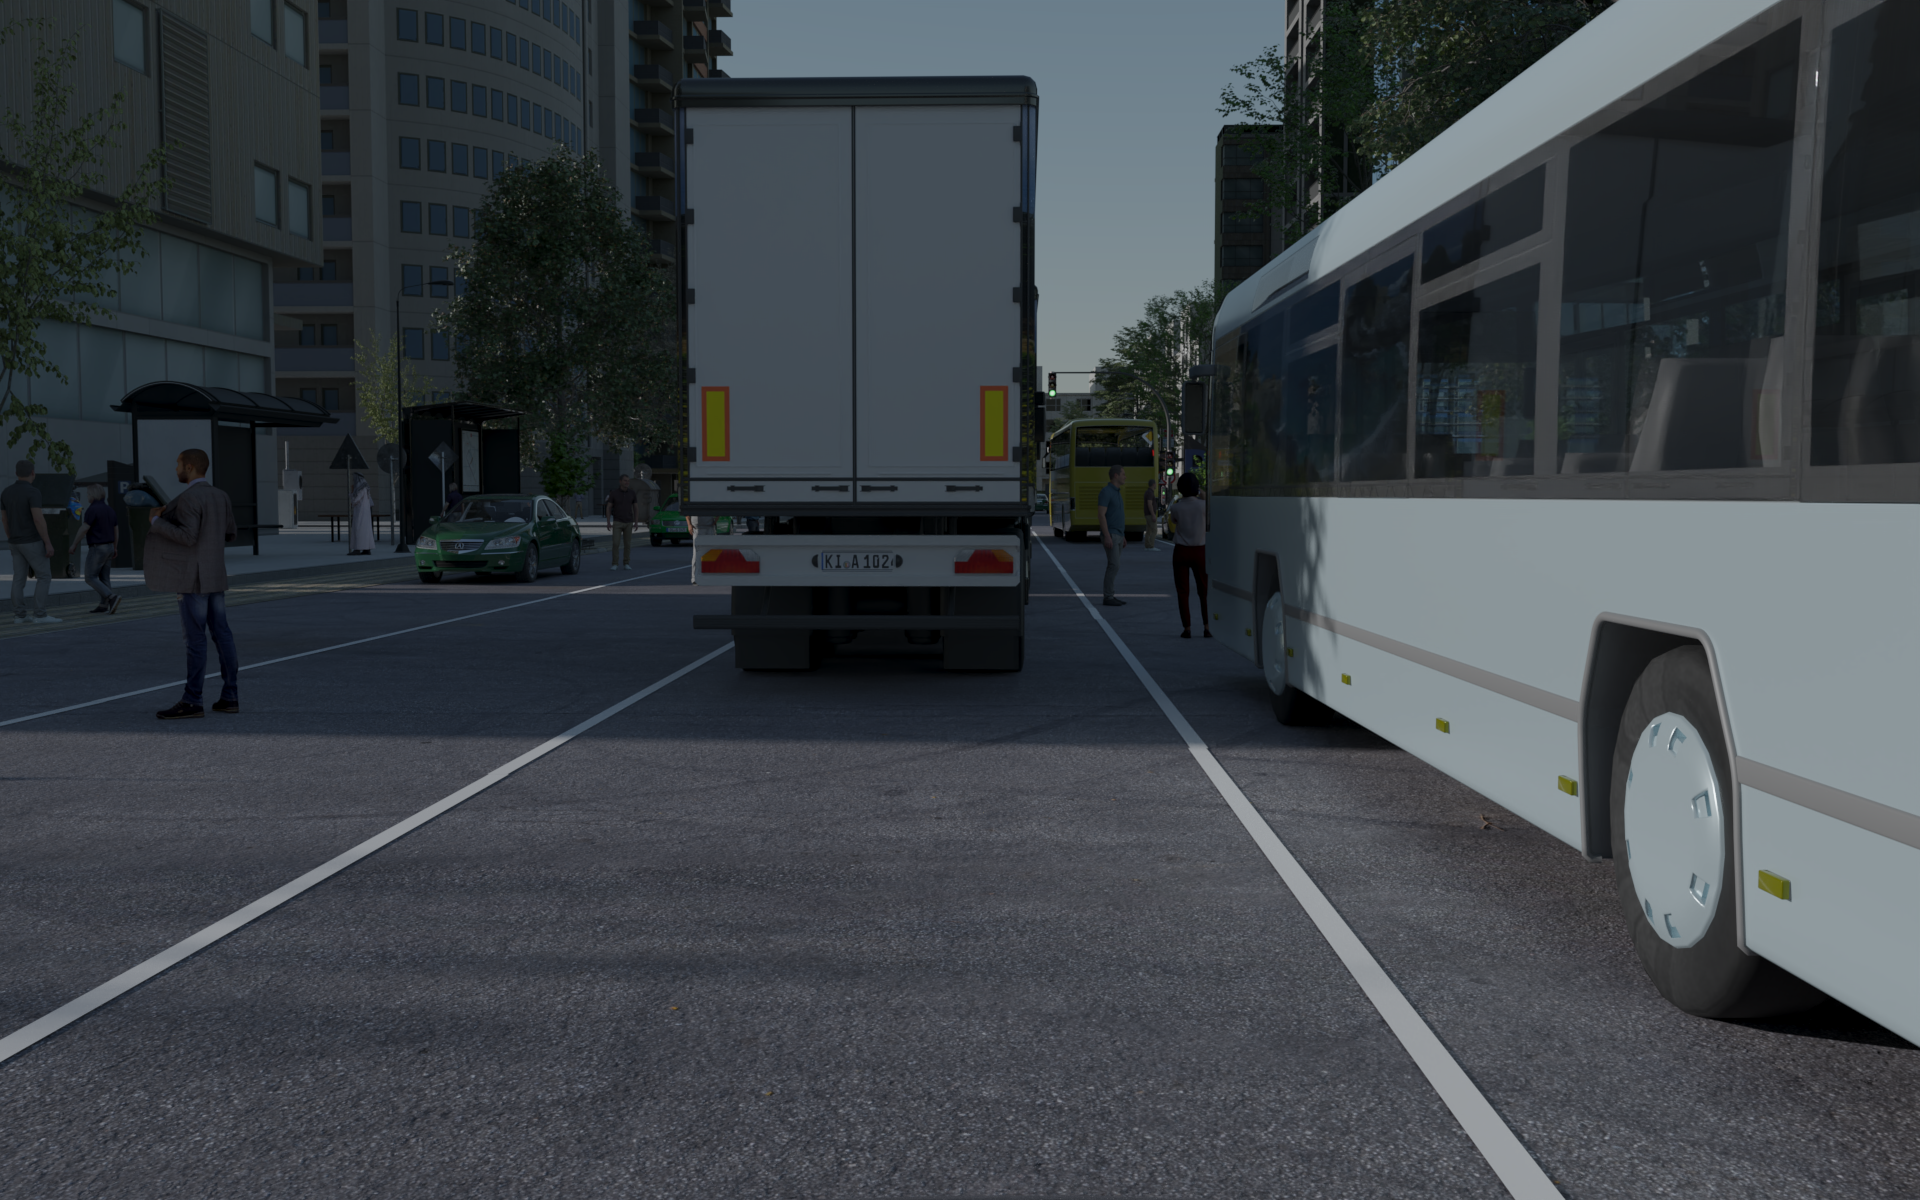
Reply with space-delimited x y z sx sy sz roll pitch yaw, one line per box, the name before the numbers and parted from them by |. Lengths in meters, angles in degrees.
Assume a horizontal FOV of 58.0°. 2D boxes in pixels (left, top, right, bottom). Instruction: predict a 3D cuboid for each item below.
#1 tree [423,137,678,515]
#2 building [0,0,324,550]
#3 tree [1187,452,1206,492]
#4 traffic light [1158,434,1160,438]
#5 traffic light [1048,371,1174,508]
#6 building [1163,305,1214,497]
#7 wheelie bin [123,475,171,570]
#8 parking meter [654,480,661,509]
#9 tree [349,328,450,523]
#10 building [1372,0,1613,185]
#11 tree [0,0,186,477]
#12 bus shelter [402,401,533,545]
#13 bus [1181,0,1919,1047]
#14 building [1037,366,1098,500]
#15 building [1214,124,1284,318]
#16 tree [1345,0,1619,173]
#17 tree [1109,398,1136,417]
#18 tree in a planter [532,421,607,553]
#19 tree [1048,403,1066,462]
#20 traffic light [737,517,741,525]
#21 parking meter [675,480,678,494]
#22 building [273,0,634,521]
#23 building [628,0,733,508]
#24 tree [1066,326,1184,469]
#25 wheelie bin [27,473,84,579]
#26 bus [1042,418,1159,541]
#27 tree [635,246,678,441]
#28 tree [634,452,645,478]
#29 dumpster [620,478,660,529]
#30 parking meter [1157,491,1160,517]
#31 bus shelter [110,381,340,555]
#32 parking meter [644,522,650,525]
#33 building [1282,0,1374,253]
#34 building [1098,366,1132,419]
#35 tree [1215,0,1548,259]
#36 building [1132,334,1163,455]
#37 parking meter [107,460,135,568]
tree | -12.917 -8.513 56.195 9.611 12.733 9.660 0 3 0
building | -33.982 -27.705 42.223 27.495 52.752 28.713 0 4 1
tree | 10.271 -4.717 71.727 1.663 3.219 1.824 0 3 0
traffic light | 7.928 -5.098 72.278 0.839 4.253 0.868 0 4 1
traffic light | 5.631 -5.476 64.207 4.771 5.953 1.251 0 4 1
building | 29.745 -18.446 168.042 16.747 18.905 31.486 0 4 1
wheelie bin | -13.715 -1.308 29.294 0.693 1.594 0.980 -1 4 -15
parking meter | -12.946 -4.176 73.983 0.255 1.863 0.399 -2 4 -28
tree | -25.185 -7.764 77.301 4.737 8.622 4.395 0 3 0
building | 34.090 -47.346 86.784 31.000 86.520 22.319 0 4 1
tree | -12.703 -4.410 22.471 4.737 8.622 4.395 0 3 0
bus shelter | -13.162 -3.386 46.643 1.731 3.624 6.357 0 4 1
bus | 3.180 -0.797 7.890 2.948 3.499 13.247 0 3 0
building | 3.145 -23.317 247.687 31.486 18.905 16.747 0 4 1
building | 27.085 -22.432 138.459 14.160 30.474 14.107 0 4 1
tree | 9.686 -7.192 24.237 9.857 13.997 8.962 0 3 0
tree | 12.533 -11.105 131.924 4.360 8.622 3.978 0 3 0
tree in a planter | -9.755 -2.763 42.393 1.991 3.239 1.994 0 4 1
tree | 13.956 -17.827 209.603 7.486 12.596 7.792 0 3 0
traffic light | -7.174 -5.995 72.681 4.771 5.953 1.251 0 4 1
parking meter | -11.756 -4.092 72.613 0.255 1.863 0.399 2 4 25
building | -31.321 -33.723 93.374 21.231 58.520 28.212 0 4 1
building | -29.105 -29.088 130.221 22.147 44.769 28.867 0 4 1
tree | 12.102 -12.147 116.727 7.486 12.596 7.792 0 3 0
wheelie bin | -13.840 -1.133 26.427 0.980 1.594 0.693 0 4 -5
bus | 4.355 -3.890 55.141 2.896 3.916 12.252 0 4 0
tree | -12.334 -10.549 82.853 12.009 13.543 11.850 0 3 0
tree | -21.870 -7.879 112.540 4.285 4.588 4.351 0 3 0
dumpster | -11.914 -3.582 64.317 1.264 1.857 1.865 0 4 1
parking meter | 10.767 -5.302 95.103 0.372 1.533 0.369 0 3 0
bus shelter | -14.102 -2.435 33.729 2.014 3.302 5.546 0 4 1
parking meter | -13.145 -3.937 72.773 0.372 1.533 0.369 0 3 0
building | 30.668 -41.196 111.805 20.563 71.187 20.611 0 4 1
building | 34.647 -23.332 247.927 31.486 18.905 16.747 0 4 1
tree | 9.385 -6.689 35.127 9.928 11.665 9.643 0 3 0
building | 29.635 -20.377 199.621 16.747 18.905 31.486 0 4 1
parking meter | -14.574 -1.494 30.139 0.255 1.863 0.399 3 4 38
